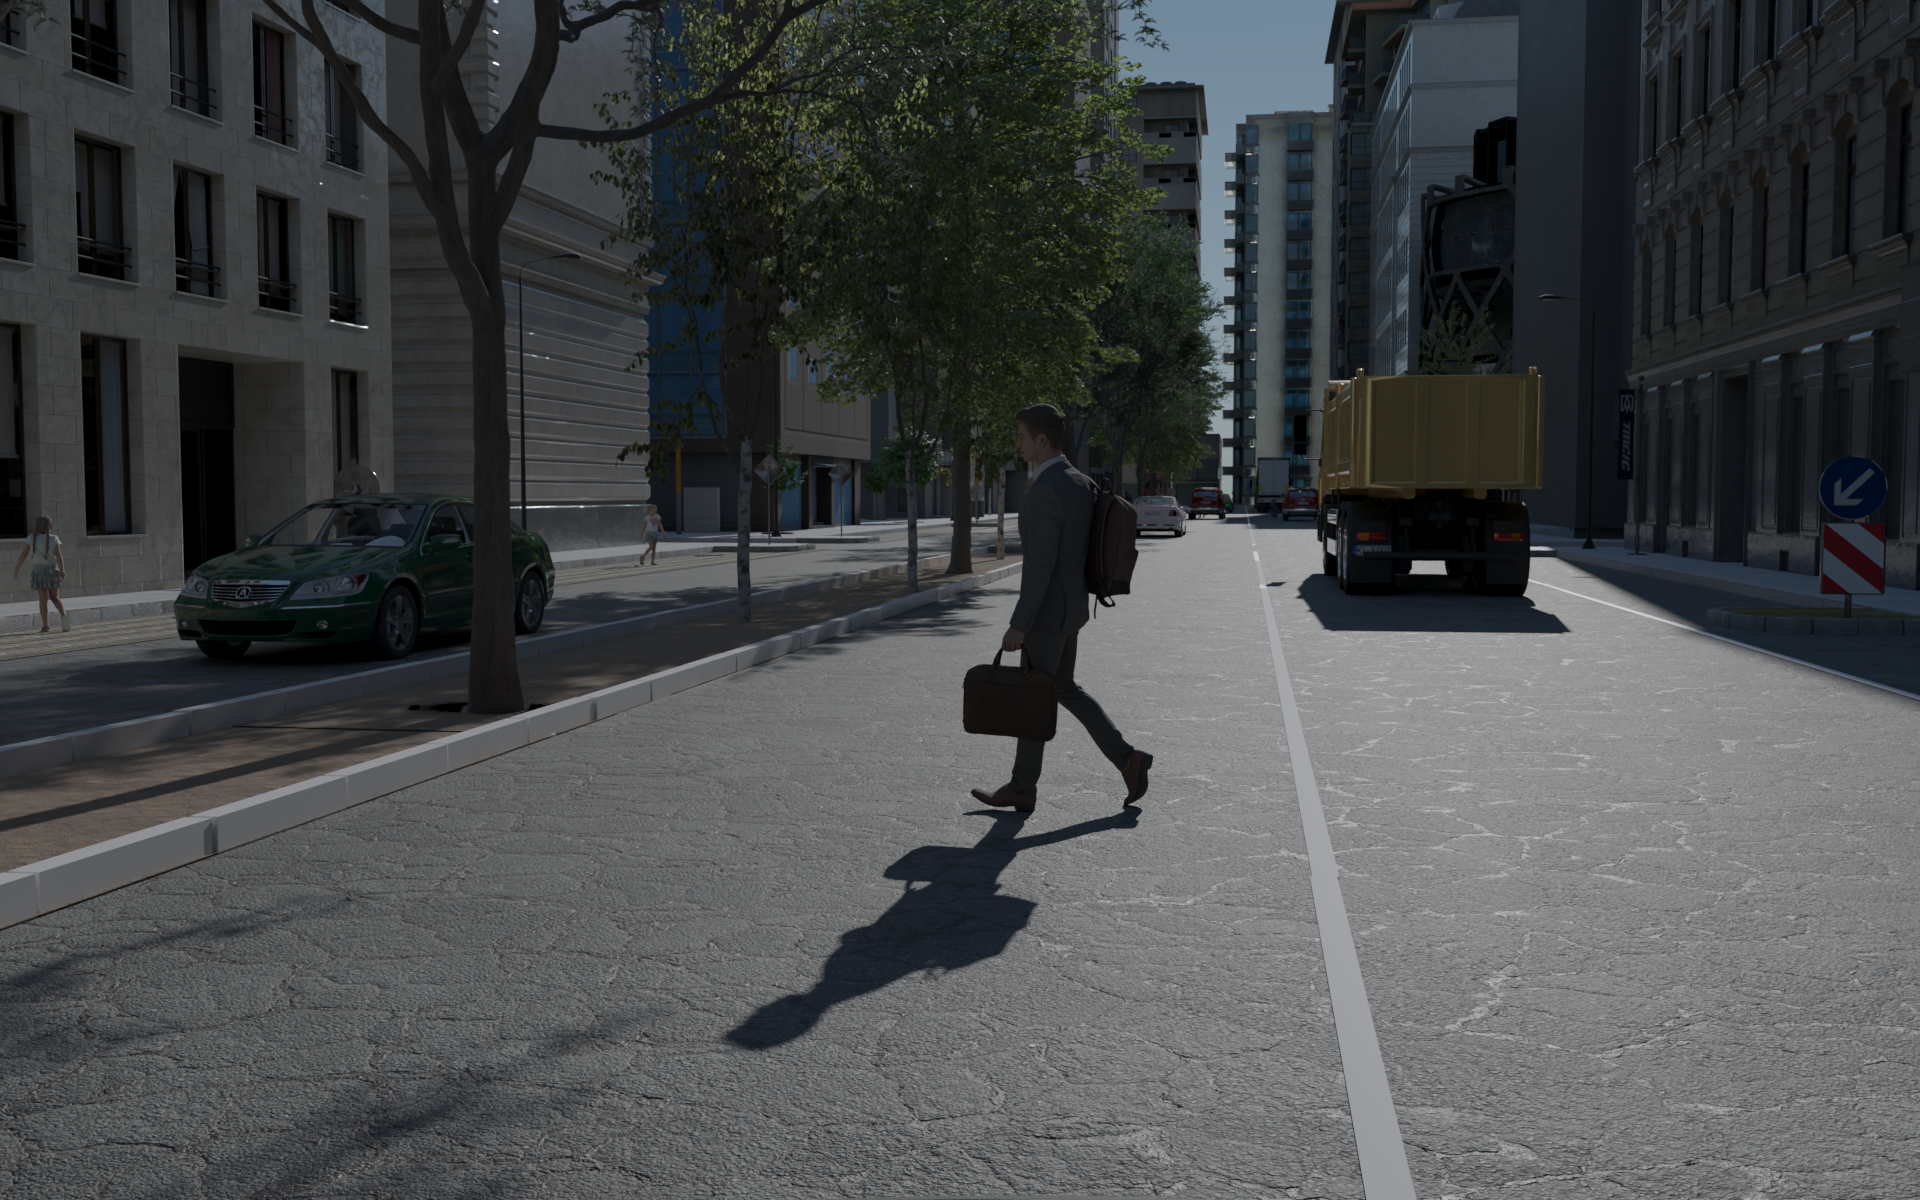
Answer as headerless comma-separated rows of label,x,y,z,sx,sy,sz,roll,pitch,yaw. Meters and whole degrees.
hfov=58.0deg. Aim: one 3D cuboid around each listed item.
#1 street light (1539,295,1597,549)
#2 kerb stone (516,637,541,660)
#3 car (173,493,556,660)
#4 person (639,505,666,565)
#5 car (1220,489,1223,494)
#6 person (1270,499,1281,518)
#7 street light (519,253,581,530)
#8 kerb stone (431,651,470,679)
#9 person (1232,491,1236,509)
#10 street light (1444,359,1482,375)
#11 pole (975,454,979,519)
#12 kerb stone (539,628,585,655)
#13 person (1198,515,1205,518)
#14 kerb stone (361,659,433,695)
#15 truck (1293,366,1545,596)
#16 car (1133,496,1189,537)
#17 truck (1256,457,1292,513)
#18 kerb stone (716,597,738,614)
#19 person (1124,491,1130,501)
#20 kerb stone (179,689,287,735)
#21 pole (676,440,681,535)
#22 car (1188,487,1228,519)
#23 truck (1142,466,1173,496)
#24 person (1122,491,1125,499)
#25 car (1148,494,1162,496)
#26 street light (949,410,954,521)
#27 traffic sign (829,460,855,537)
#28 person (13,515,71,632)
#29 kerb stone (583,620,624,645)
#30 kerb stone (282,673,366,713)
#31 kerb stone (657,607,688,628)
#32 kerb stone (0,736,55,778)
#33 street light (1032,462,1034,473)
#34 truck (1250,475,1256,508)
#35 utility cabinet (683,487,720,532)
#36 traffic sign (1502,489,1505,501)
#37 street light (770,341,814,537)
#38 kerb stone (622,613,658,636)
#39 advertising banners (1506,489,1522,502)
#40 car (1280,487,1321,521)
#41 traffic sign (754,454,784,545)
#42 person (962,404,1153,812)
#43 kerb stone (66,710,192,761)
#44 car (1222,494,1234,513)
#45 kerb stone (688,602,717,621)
street light,14.181,-4.153,40.435,1.470,5.913,1.316,1,4,9
kerb stone,-3.858,0.454,14.777,0.120,0.150,1.000,1,4,9
car,-5.496,-0.292,16.577,2.131,1.459,4.920,1,4,10
person,-6.171,-1.302,34.799,0.505,1.210,0.382,-3,4,-39
car,20.267,-7.954,138.721,2.281,1.827,5.304,1,4,8
person,19.238,-5.590,105.390,0.738,1.151,1.012,3,4,38
street light,-7.977,-3.732,33.567,1.470,5.913,1.316,1,4,9
kerb stone,-4.021,0.519,13.768,0.120,0.150,1.000,1,4,9
person,26.370,-9.601,166.196,0.721,1.743,1.217,1,4,15
street light,17.323,-5.325,59.609,1.470,5.913,1.316,1,4,9
pole,0.875,-5.722,87.401,0.158,3.312,0.155,0,3,0
kerb stone,-3.690,0.392,15.798,0.120,0.150,1.000,1,4,9
person,14.710,-5.902,105.205,0.606,1.804,0.583,-2,4,-29
kerb stone,-4.194,0.577,12.761,0.120,0.150,1.000,1,4,9
truck,7.299,-1.971,28.156,3.469,3.379,9.791,1,4,9
car,6.727,-2.858,59.093,2.083,1.381,4.827,1,4,10
truck,24.803,-9.049,136.863,2.839,4.237,11.283,1,4,10
kerb stone,-2.864,0.090,20.859,0.120,0.150,1.000,1,4,9
person,16.855,-10.129,174.833,0.721,1.735,1.217,-1,4,-18
kerb stone,-4.520,0.701,10.739,0.120,0.150,1.000,1,4,9
pole,-8.924,-3.733,54.881,0.158,3.312,0.155,0,3,0
car,14.248,-5.573,99.793,2.281,1.827,5.304,1,4,10
truck,20.077,-11.413,175.516,2.839,4.237,11.283,1,4,9
person,14.789,-9.004,156.452,0.721,1.736,1.217,0,4,-5
car,17.566,-8.933,155.837,2.009,1.686,4.222,1,4,8
street light,0.207,-6.762,83.100,1.470,5.913,1.316,1,4,9
traffic sign,-3.529,-2.931,51.567,0.795,2.450,0.064,1,4,9
person,-9.440,-0.262,17.800,0.505,1.210,0.382,-2,4,-30
kerb stone,-3.522,0.330,16.806,0.120,0.150,1.000,1,4,9
kerb stone,-4.358,0.639,11.752,0.120,0.150,1.000,1,4,9
kerb stone,-3.197,0.206,18.832,0.120,0.150,1.000,1,4,9
kerb stone,-4.852,0.829,8.706,0.120,0.150,1.000,1,4,9
street light,5.386,-8.708,114.909,1.470,5.913,1.316,1,4,9
truck,31.134,-10.985,175.530,3.469,3.379,9.791,1,4,9
utility cabinet,-8.625,-3.009,57.875,1.173,1.500,0.318,1,4,11
traffic sign,12.792,-2.273,40.800,0.795,2.450,0.064,1,4,9
street light,-4.971,-4.837,51.619,1.470,5.913,1.316,1,4,9
kerb stone,-3.356,0.270,17.821,0.120,0.150,1.000,1,4,9
advertising banners,15.515,-3.185,48.269,0.090,3.025,2.074,0,4,4
car,18.410,-5.173,93.257,2.281,1.827,5.304,1,4,10
traffic sign,-4.816,-2.449,43.686,0.795,2.450,0.064,1,4,9
person,0.449,0.042,7.770,0.822,1.834,0.622,1,4,10
kerb stone,-4.685,0.768,9.728,0.120,0.150,1.000,1,4,9
car,19.906,-7.546,132.181,1.959,1.807,4.718,1,4,11
kerb stone,-3.024,0.150,19.849,0.120,0.150,1.000,1,4,9
